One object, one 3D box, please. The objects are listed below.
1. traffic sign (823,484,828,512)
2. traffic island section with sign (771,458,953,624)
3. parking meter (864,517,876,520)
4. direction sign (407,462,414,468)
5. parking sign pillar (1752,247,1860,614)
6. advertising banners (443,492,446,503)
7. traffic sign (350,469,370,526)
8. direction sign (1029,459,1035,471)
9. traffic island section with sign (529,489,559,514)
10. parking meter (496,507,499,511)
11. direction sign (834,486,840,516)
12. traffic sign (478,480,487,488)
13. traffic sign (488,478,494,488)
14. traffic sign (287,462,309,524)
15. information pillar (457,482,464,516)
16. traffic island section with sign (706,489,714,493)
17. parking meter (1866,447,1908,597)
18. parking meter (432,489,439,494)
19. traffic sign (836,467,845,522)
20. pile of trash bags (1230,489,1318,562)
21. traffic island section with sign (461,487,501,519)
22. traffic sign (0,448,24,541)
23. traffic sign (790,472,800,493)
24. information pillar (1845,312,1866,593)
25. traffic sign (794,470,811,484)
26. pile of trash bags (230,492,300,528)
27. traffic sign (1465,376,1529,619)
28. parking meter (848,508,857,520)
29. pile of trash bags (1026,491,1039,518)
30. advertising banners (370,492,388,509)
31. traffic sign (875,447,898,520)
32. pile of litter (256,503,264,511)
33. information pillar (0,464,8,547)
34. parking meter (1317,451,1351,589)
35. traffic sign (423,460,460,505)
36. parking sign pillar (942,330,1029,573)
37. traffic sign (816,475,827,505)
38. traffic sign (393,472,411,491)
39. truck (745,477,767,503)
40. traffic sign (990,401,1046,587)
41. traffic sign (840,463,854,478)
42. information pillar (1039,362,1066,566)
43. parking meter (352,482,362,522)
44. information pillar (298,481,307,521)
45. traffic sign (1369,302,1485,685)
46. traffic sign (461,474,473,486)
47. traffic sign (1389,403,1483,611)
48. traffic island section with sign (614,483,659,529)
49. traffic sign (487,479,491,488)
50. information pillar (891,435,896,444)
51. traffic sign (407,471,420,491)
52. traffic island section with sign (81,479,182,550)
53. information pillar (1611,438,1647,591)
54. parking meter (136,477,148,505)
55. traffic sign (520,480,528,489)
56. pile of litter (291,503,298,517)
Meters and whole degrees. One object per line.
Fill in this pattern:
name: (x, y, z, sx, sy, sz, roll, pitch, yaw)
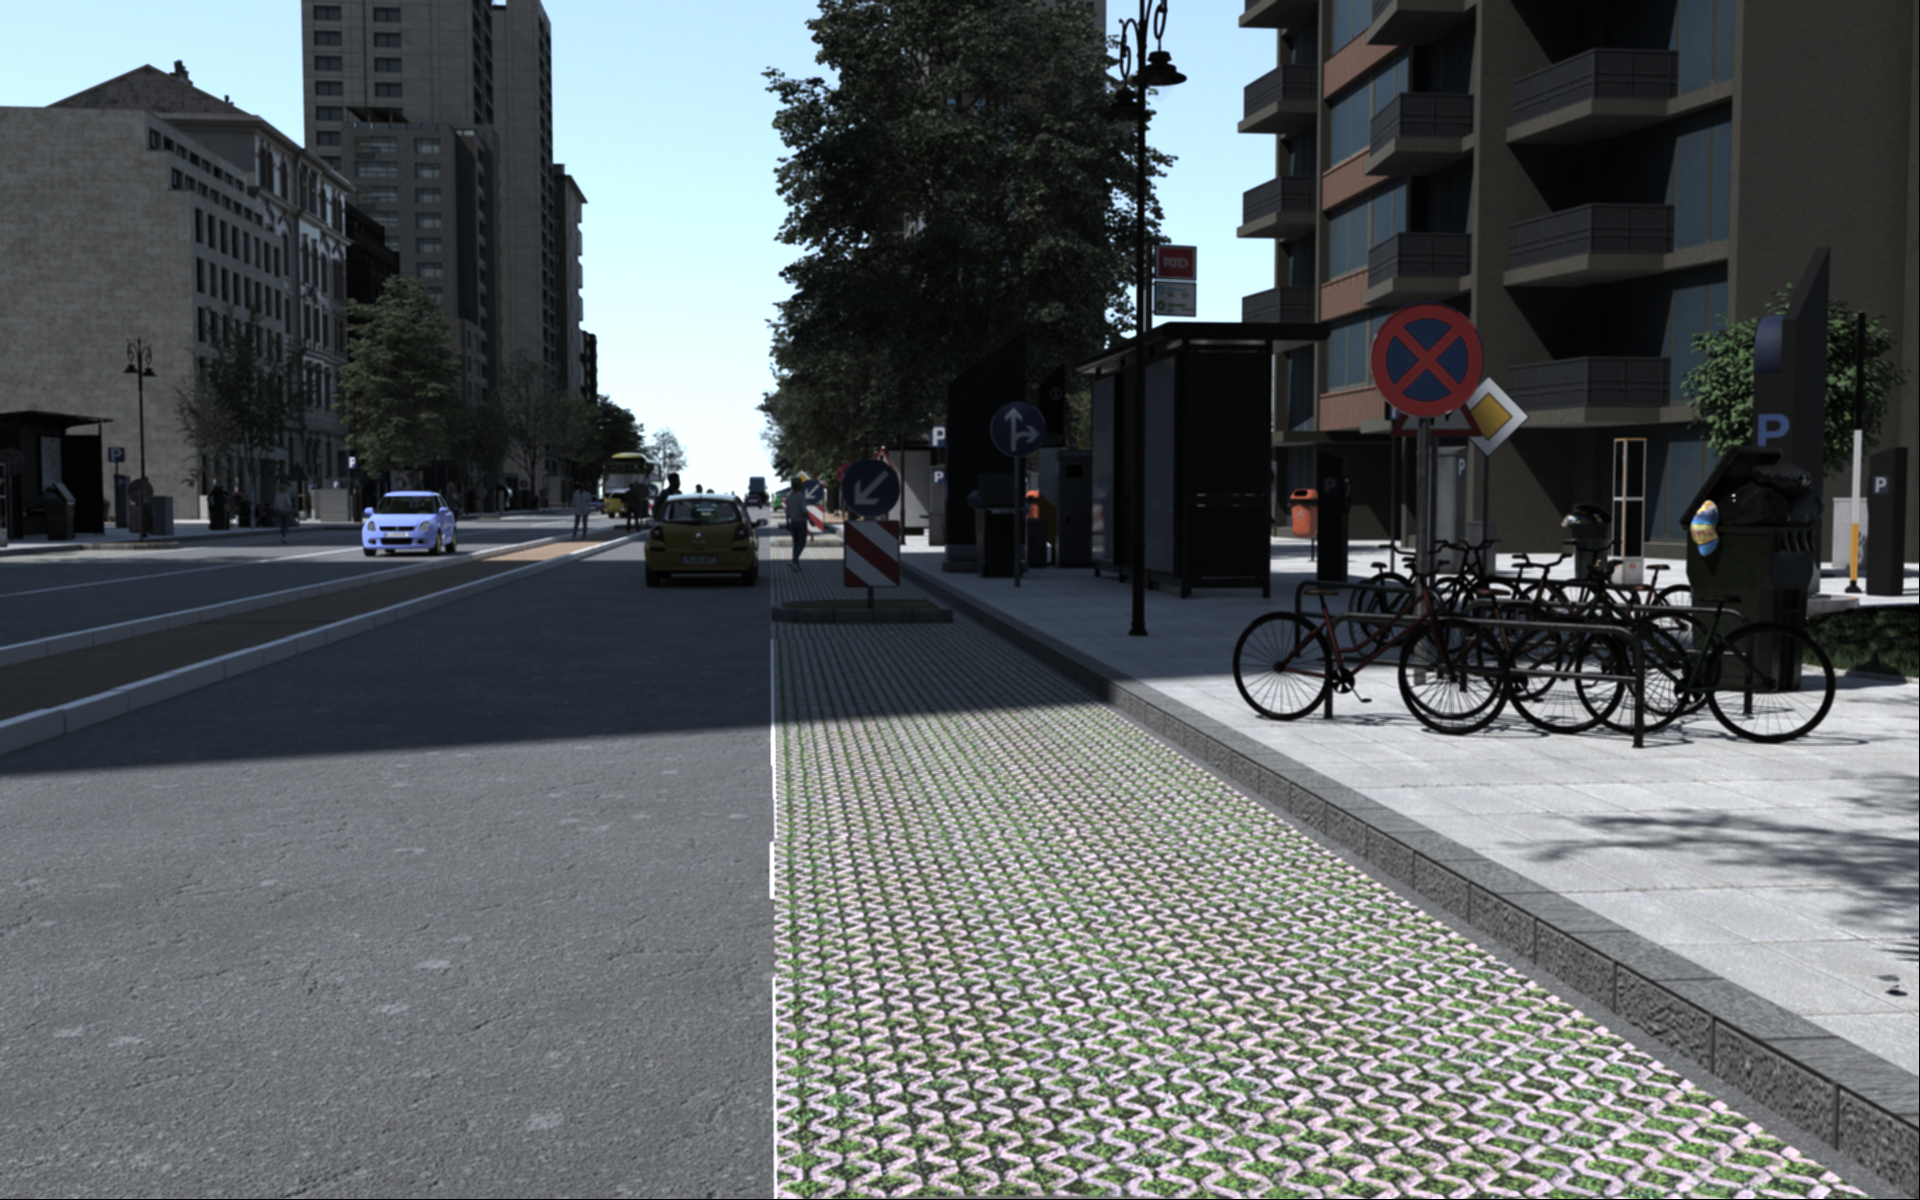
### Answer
traffic sign: (-9.453, -7.519, 122.945, 0.884, 2.594, 0.081, 0, 4, -2)
traffic island section with sign: (-1.174, -0.693, 19.952, 1.989, 1.847, 2.006, 0, 4, -6)
parking meter: (-2.852, -2.830, 54.688, 0.372, 1.533, 0.369, 0, 3, 0)
direction sign: (-38.621, -7.895, 121.085, 0.876, 3.537, 0.379, -1, 4, -12)
parking sign pillar: (8.899, -1.842, 18.588, 1.447, 3.967, 1.447, 3, 5, 39)
advertising banners: (-31.774, -6.783, 107.097, 0.090, 3.025, 2.074, -1, 4, -9)
traffic sign: (-24.109, -4.037, 69.653, 0.795, 2.450, 0.064, 0, 4, -6)
direction sign: (4.370, -7.193, 109.600, 0.876, 3.537, 0.379, 2, 4, 35)
traffic island section with sign: (-30.338, -7.199, 126.325, 1.989, 1.847, 2.006, 0, 4, -6)
parking meter: (-34.334, -7.364, 128.804, 0.372, 1.533, 0.369, 0, 3, 0)
direction sign: (-7.303, -6.776, 102.776, 0.379, 3.537, 0.876, 1, 4, 17)
traffic sign: (-33.848, -7.381, 122.808, 0.606, 2.300, 0.079, 0, 4, -2)
traffic sign: (-35.544, -8.015, 131.148, 0.768, 2.556, 0.104, 0, 4, 3)
traffic sign: (-26.511, -4.241, 69.342, 0.884, 2.594, 0.081, 0, 4, -1)
information pillar: (-29.683, -6.017, 102.869, 0.304, 2.012, 0.304, 0, 4, -3)
traffic island section with sign: (-22.121, -8.873, 153.203, 2.006, 1.907, 1.989, 0, 4, -6)
parking meter: (11.661, -0.985, 21.810, 0.255, 1.863, 0.399, -1, 4, -21)
parking meter: (-28.605, -5.261, 94.435, 0.372, 1.533, 0.369, 0, 3, 0)
traffic sign: (-5.288, -4.828, 79.038, 0.768, 2.556, 0.104, 0, 4, -2)
pile of trash bags: (5.557, -1.467, 33.732, 1.912, 1.369, 3.447, -3, 5, -44)
traffic island section with sign: (-27.326, -5.519, 98.864, 1.989, 1.847, 2.006, 0, 4, -6)
traffic sign: (-26.127, -2.907, 47.628, 0.768, 2.556, 0.104, 0, 4, 0)
traffic sign: (-7.385, -4.639, 79.488, 0.795, 2.450, 0.064, 0, 4, -6)
information pillar: (11.673, -1.907, 22.532, 0.183, 3.616, 0.504, 2, 4, 26)
traffic sign: (-6.517, -4.153, 71.550, 0.795, 2.450, 0.064, 0, 4, -6)
pile of trash bags: (-27.452, -3.543, 67.681, 3.447, 1.369, 1.912, 2, 4, 35)
traffic sign: (5.164, -0.968, 17.007, 0.795, 2.450, 0.064, 0, 4, 1)
parking meter: (-4.322, -3.894, 69.383, 0.255, 1.863, 0.399, -2, 4, -29)
pile of trash bags: (2.948, -2.068, 43.563, 3.447, 1.369, 1.912, 3, 5, 43)
advertising banners: (-40.945, -7.775, 123.314, 2.074, 3.025, 0.090, -3, 4, -38)
traffic sign: (-2.154, -2.920, 47.738, 0.884, 2.594, 0.081, 0, 4, 2)
pile of litter: (-35.798, -4.555, 88.444, 1.719, 0.858, 1.176, 1, 4, 20)
information pillar: (-23.184, -2.275, 41.688, 0.304, 2.012, 0.304, 0, 4, 1)
parking meter: (5.068, -1.086, 23.465, 0.399, 1.863, 0.255, 2, 4, 32)
traffic sign: (-31.068, -6.720, 103.750, 2.265, 3.308, 0.079, 0, 4, 3)
parking sign pillar: (0.416, -2.452, 28.555, 1.447, 3.967, 1.447, 0, 4, -7)
traffic sign: (-8.145, -6.276, 102.713, 0.768, 2.556, 0.104, 0, 4, -5)
traffic sign: (-24.977, -4.523, 77.591, 0.795, 2.450, 0.064, 0, 4, -6)
truck: (-30.868, -16.638, 261.793, 2.967, 4.110, 18.799, 0, 4, -4)
traffic sign: (0.796, -1.455, 23.903, 0.768, 2.556, 0.104, 0, 4, -5)
traffic sign: (-4.449, -4.277, 70.040, 0.768, 2.556, 0.104, 0, 4, -3)
information pillar: (1.656, -2.417, 30.879, 0.504, 3.616, 0.183, 1, 4, 22)
parking meter: (-27.464, -4.479, 78.949, 0.399, 1.863, 0.255, 3, 4, 36)
information pillar: (-31.858, -4.854, 83.861, 0.304, 2.012, 0.304, 0, 4, 5)
traffic sign: (3.095, -0.702, 11.580, 0.768, 2.556, 0.104, 0, 4, -1)
traffic sign: (-30.835, -6.622, 108.379, 0.768, 2.556, 0.104, 0, 4, -2)
traffic sign: (4.413, -0.986, 16.132, 0.884, 2.594, 0.081, 0, 4, -5)
traffic island section with sign: (-13.145, -3.854, 71.145, 2.006, 1.907, 1.989, 0, 4, -6)
traffic sign: (-33.817, -7.506, 123.901, 0.795, 2.450, 0.064, 0, 4, -3)
information pillar: (-2.461, -4.483, 64.653, 0.183, 3.616, 0.504, 1, 4, 16)
traffic sign: (-30.255, -5.855, 95.827, 0.768, 2.556, 0.104, 0, 4, -2)
traffic island section with sign: (-21.441, -2.225, 45.001, 1.989, 1.847, 2.006, 0, 4, -6)
information pillar: (8.851, -1.127, 22.925, 0.304, 2.012, 0.304, 0, 4, -6)
parking meter: (-28.201, -3.302, 59.694, 0.399, 1.863, 0.255, 0, 4, 0)
traffic sign: (-38.150, -9.263, 151.551, 0.768, 2.556, 0.104, 0, 4, -3)
pile of litter: (-36.725, -5.002, 95.755, 1.176, 0.858, 1.719, -1, 4, -12)
